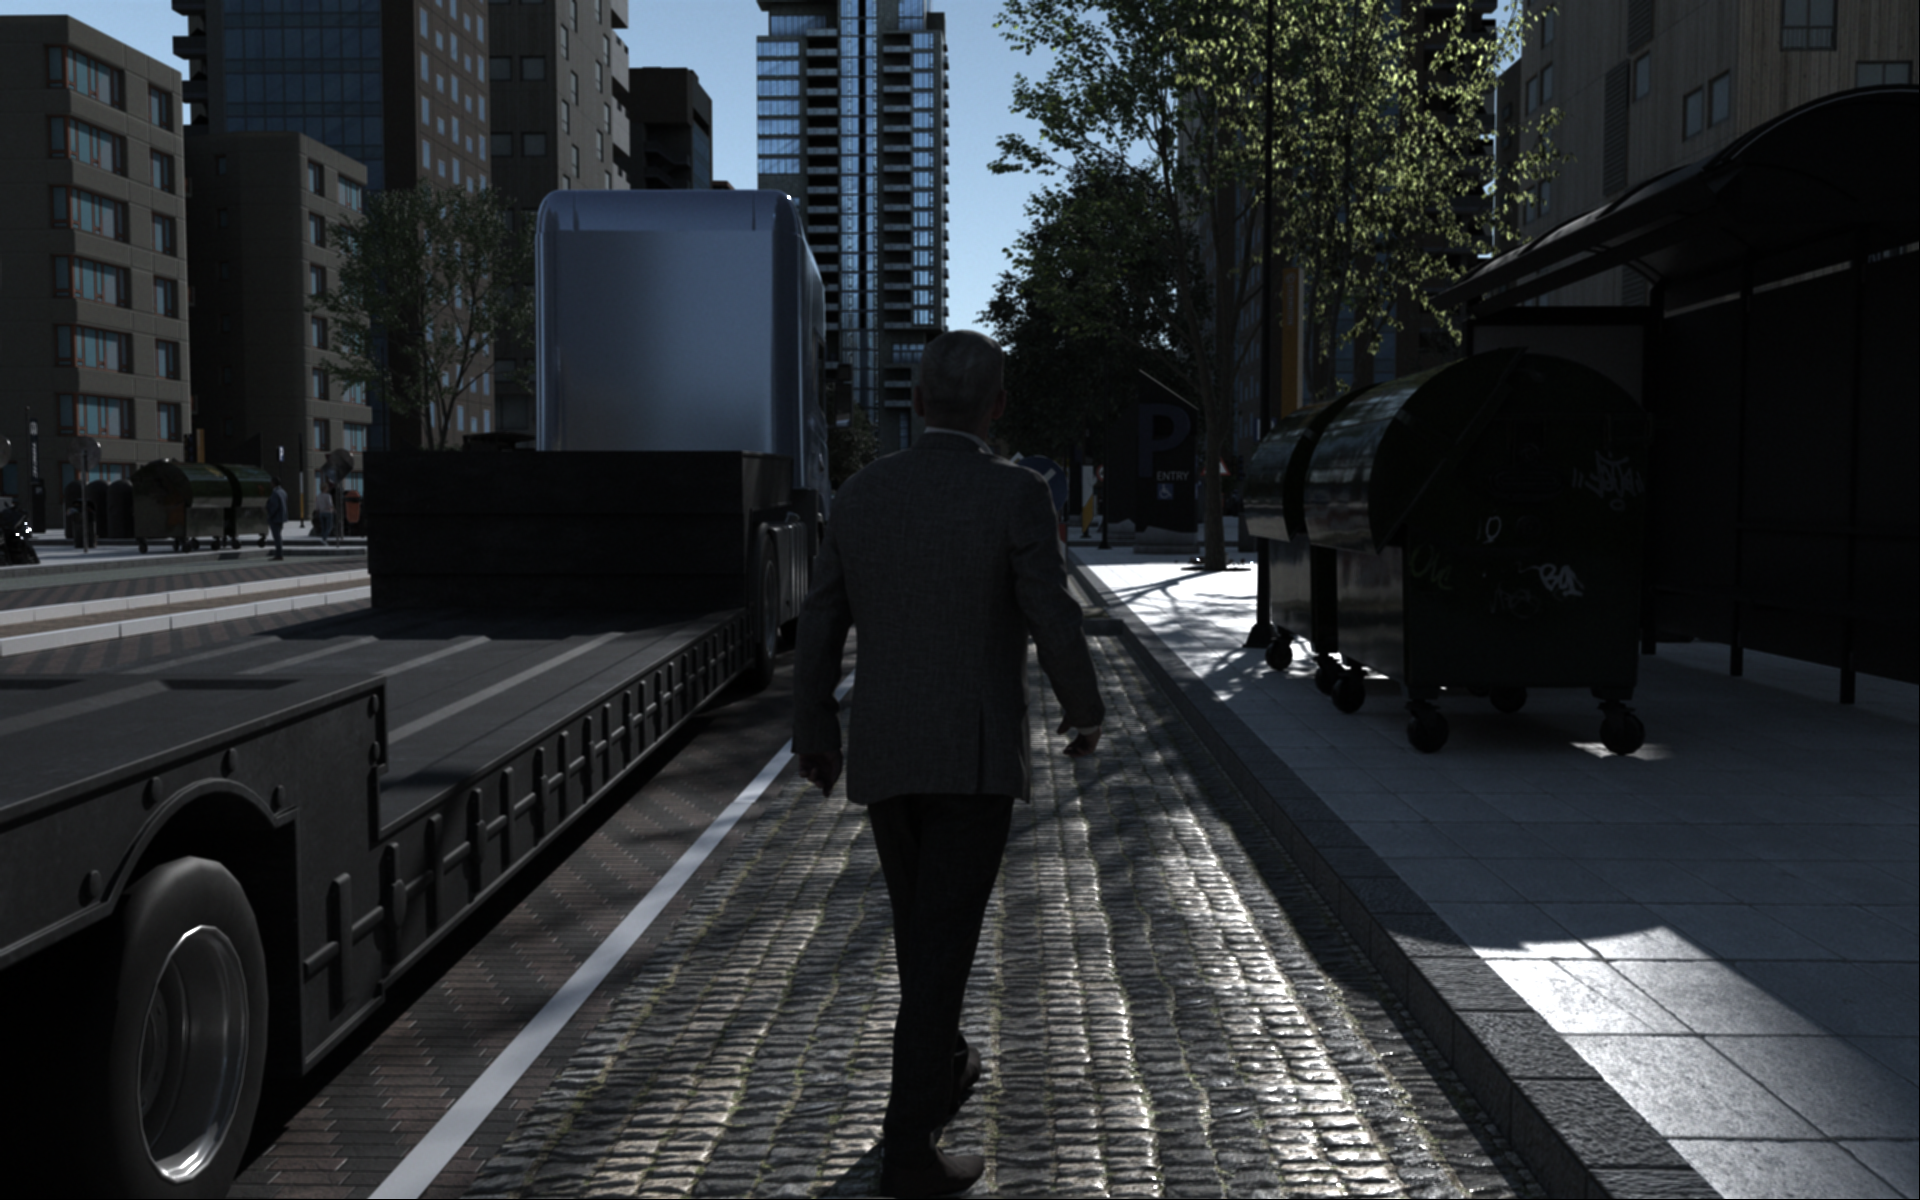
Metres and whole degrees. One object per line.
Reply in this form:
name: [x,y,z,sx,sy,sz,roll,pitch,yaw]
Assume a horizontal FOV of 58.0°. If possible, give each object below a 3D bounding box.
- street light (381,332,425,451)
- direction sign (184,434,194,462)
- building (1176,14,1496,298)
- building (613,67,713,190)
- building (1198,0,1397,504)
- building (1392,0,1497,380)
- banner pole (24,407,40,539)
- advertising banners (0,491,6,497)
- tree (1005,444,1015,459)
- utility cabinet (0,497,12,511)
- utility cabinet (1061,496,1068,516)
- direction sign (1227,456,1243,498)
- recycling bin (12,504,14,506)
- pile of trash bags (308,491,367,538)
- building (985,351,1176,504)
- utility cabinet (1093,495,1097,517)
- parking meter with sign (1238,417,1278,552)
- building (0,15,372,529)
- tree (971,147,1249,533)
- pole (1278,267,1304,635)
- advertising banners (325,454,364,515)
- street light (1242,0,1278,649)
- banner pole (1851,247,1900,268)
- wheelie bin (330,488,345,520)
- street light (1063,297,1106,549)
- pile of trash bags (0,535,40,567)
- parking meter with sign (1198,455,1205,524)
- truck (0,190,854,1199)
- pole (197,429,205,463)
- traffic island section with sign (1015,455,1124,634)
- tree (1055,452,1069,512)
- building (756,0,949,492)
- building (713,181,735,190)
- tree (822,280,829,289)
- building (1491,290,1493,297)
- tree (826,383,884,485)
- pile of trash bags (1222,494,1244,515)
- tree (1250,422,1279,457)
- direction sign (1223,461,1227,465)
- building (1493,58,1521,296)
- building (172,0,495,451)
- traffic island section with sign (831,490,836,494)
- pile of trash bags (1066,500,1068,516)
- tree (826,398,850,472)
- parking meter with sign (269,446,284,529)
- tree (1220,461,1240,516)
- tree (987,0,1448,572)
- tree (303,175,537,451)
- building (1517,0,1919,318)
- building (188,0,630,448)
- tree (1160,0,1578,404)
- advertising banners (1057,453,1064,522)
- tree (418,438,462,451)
street light: [-16.010,-4.722,49.753,1.470,5.913,1.316,0,4,2]
direction sign: [-29.089,-4.489,65.385,0.379,3.537,0.876,-3,5,-43]
building: [35.960,-35.546,170.421,28.713,52.752,27.495,0,4,2]
building: [-33.835,-32.394,179.749,14.200,45.320,14.600,0,4,2]
building: [28.349,-30.563,149.819,14.600,45.320,14.200,0,4,2]
building: [26.509,-28.456,115.368,14.600,45.320,14.200,0,4,2]
banner pole: [-26.701,-3.660,49.859,0.401,3.779,0.863,0,4,-3]
advertising banners: [-35.270,-4.028,62.050,0.090,3.025,2.074,2,4,34]
tree: [9.475,-17.995,200.868,9.857,13.997,8.962,0,3,0]
utility cabinet: [-19.255,-1.430,34.541,1.020,1.237,0.306,3,5,40]
utility cabinet: [6.390,-5.616,102.991,1.020,1.237,0.306,1,4,16]
direction sign: [16.342,-6.731,102.051,0.379,3.537,0.876,-3,4,-37]
recycling bin: [-23.389,-1.800,41.991,0.722,1.027,0.722,-1,4,-17]
pile of trash bags: [-18.475,-2.595,52.179,1.912,1.369,3.447,-2,4,-27]
building: [16.033,-23.836,234.751,28.899,21.520,27.650,0,4,2]
utility cabinet: [7.328,-5.310,97.983,0.306,1.237,1.020,3,5,41]
parking meter with sign: [6.639,-2.599,38.761,0.543,3.016,1.738,1,4,23]
building: [-45.501,-14.227,77.657,27.650,21.520,28.899,0,4,2]
tree: [4.936,-8.591,57.475,9.611,12.733,9.660,0,3,0]
pole: [3.013,-1.340,15.746,0.158,3.312,0.155,0,3,0]
advertising banners: [-26.516,-4.844,75.382,2.074,3.025,0.090,-2,4,-27]
street light: [2.006,-2.559,14.386,1.470,5.913,1.316,0,4,2]
banner pole: [7.044,-1.427,13.354,0.863,3.779,0.401,-2,4,-34]
wheelie bin: [-30.359,-4.690,84.593,0.693,1.594,0.980,3,4,38]
street light: [2.833,-4.137,40.188,1.470,5.913,1.316,0,4,2]
pile of trash bags: [-18.484,-1.320,31.327,3.447,1.369,1.912,1,4,15]
parking meter with sign: [10.437,-4.842,75.424,0.543,3.016,1.738,1,4,14]
truck: [-2.604,-1.213,9.587,2.967,4.110,18.799,0,4,0]
pole: [-23.729,-3.691,54.189,0.158,3.312,0.155,0,3,0]
traffic island section with sign: [0.704,-0.607,18.555,1.989,1.847,2.006,0,4,2]
tree: [5.656,-8.725,93.016,4.737,8.622,4.395,0,3,0]
building: [-14.538,-56.176,231.142,31.000,86.520,22.319,0,4,2]
building: [-44.580,-35.451,234.255,28.867,44.769,22.147,0,4,2]
tree: [-16.076,-16.506,125.768,12.611,20.169,13.585,0,3,0]
building: [65.015,-27.822,226.585,14.107,30.474,14.160,0,4,2]
tree: [-13.384,-15.369,168.287,9.611,12.733,9.660,0,3,0]
pile of trash bags: [16.318,-5.784,104.323,1.912,1.369,3.447,2,4,32]
tree: [13.617,-5.389,71.822,4.285,4.588,4.351,0,3,0]
direction sign: [18.287,-7.678,117.537,0.876,3.537,0.379,0,4,-6]
building: [66.700,-33.578,172.698,21.600,48.544,21.300,0,4,2]
building: [-37.757,-27.895,106.197,14.600,45.320,14.200,0,4,2]
traffic island section with sign: [-11.064,-8.704,150.939,1.989,1.847,2.006,0,4,2]
pile of trash bags: [6.415,-5.608,101.450,3.447,1.369,1.912,1,4,17]
tree: [-13.562,-13.525,155.545,8.767,10.594,7.601,1,4,11]
parking meter with sign: [-25.598,-4.090,63.128,1.738,3.016,0.543,0,4,-5]
tree: [15.234,-6.476,100.480,1.663,3.219,1.824,0,3,0]
tree: [4.290,-6.304,28.829,9.928,11.665,9.643,0,3,0]
tree: [-16.792,-7.937,55.532,9.928,11.665,9.643,0,3,0]
building: [40.894,-29.626,73.623,27.495,52.752,28.713,0,4,2]
building: [-41.969,-33.570,138.107,28.713,52.752,27.495,0,4,2]
tree: [4.198,-4.173,18.587,4.360,8.622,3.978,0,3,0]
advertising banners: [4.291,-4.787,74.462,0.090,3.025,2.074,0,4,-6]
tree: [-28.934,-6.910,96.693,4.285,4.588,4.351,0,3,0]
